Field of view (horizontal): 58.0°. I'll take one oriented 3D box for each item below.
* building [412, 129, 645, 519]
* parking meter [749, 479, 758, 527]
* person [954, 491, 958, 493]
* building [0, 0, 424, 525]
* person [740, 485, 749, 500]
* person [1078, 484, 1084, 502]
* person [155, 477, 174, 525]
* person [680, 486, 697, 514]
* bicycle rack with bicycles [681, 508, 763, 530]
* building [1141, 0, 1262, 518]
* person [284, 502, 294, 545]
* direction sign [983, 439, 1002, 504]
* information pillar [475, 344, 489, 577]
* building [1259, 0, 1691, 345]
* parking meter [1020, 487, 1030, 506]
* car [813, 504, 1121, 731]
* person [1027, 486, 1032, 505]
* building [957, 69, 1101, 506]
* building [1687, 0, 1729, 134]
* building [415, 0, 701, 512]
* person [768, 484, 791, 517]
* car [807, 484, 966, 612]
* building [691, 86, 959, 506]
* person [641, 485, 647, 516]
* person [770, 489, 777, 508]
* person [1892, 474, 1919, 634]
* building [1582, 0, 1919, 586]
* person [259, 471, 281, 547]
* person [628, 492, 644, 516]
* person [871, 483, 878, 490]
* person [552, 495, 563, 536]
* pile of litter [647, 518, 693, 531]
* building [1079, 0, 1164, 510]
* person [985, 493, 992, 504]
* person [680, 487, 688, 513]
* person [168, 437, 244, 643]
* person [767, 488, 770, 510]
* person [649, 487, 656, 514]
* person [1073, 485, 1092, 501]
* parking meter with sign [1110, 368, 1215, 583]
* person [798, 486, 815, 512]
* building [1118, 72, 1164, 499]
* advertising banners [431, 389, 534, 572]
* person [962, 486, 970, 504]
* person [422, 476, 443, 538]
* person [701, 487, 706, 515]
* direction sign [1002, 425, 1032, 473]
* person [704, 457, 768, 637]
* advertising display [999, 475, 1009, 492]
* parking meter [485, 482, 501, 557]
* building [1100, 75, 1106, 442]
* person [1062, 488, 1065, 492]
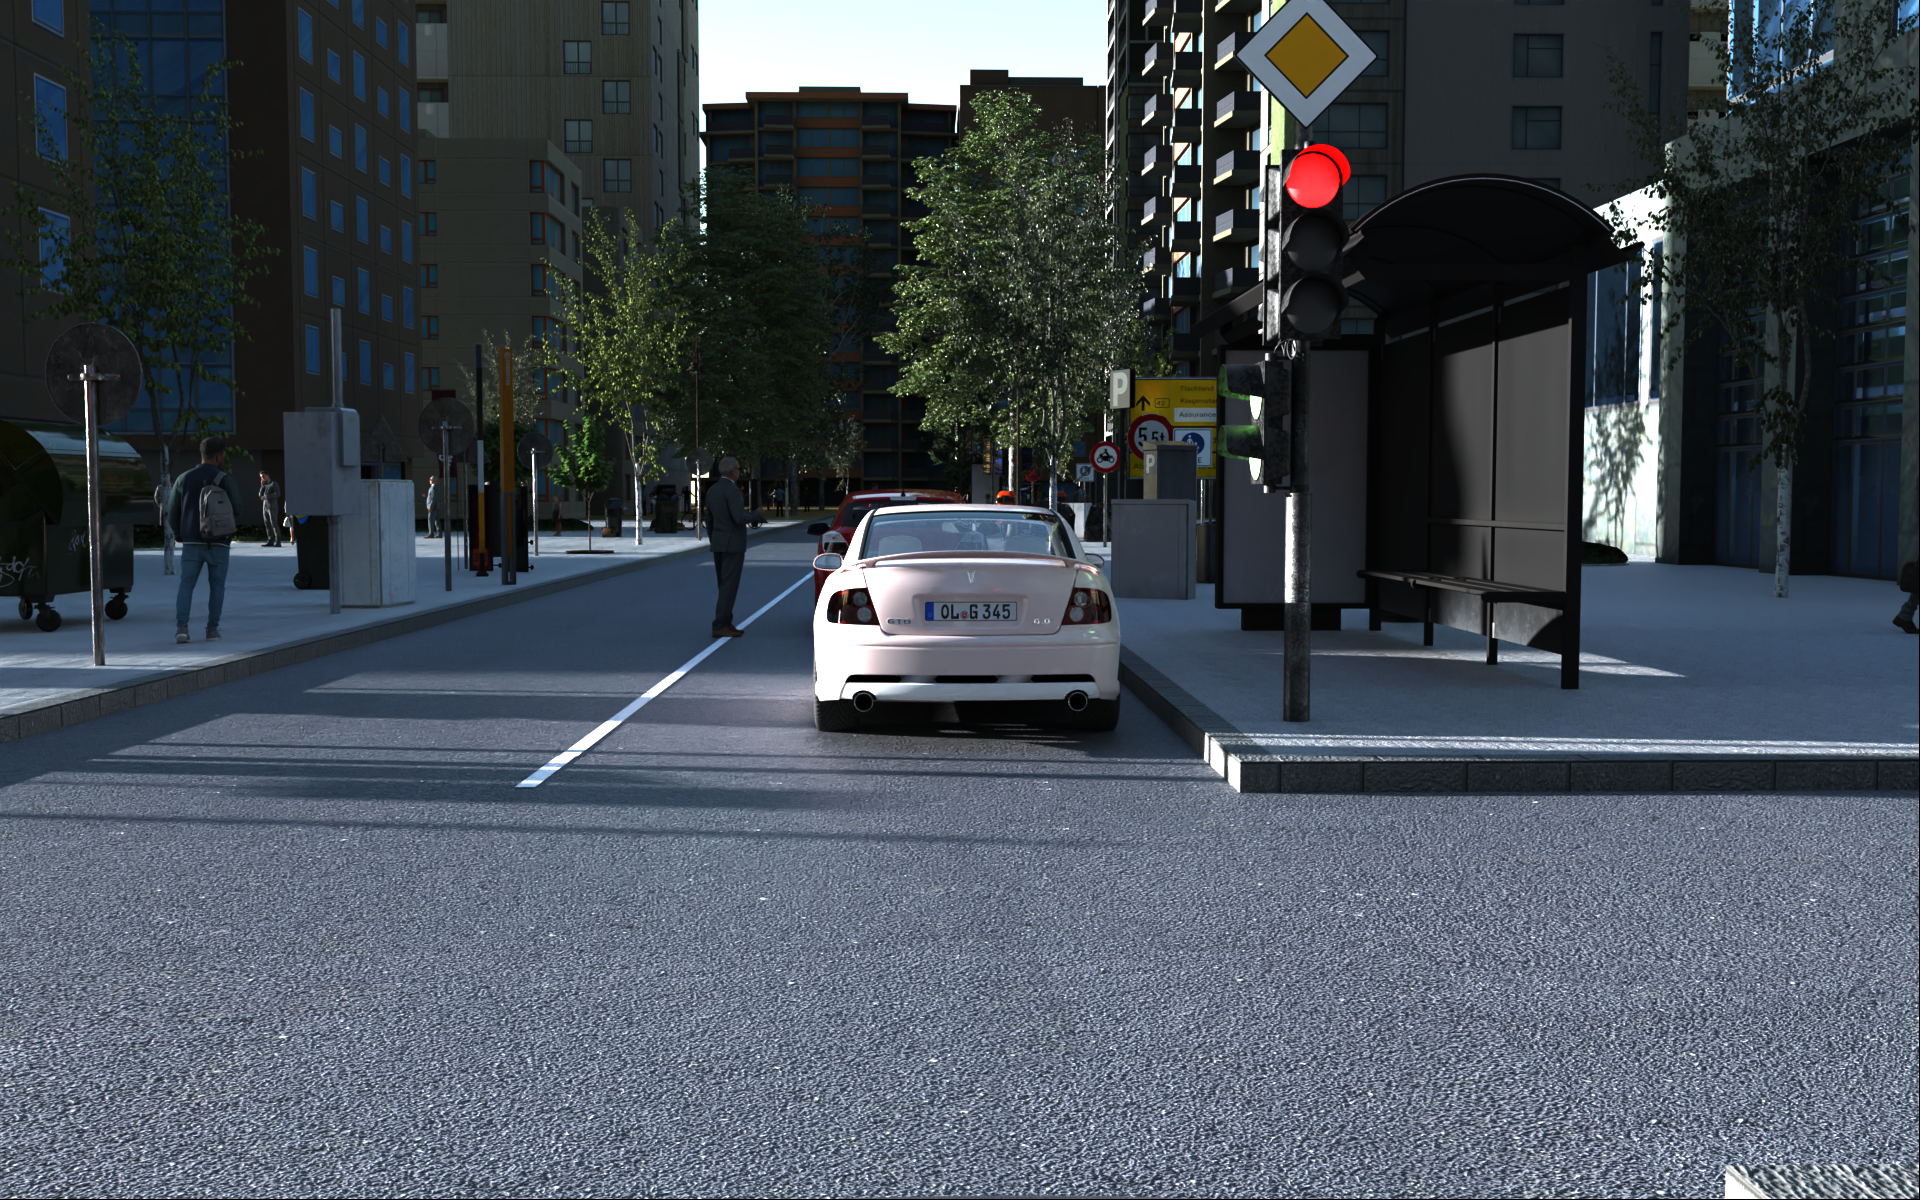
[{"bbox_3d":[-34.192,-15.508,98.594,27.650,21.520,28.899,0,4,-1],"label":"building"},{"bbox_3d":[-8.026,-3.770,67.354,0.255,1.863,0.399,-1,4,-21],"label":"parking meter"},{"bbox_3d":[-0.462,-8.510,145.624,0.683,1.767,0.568,-2,4,-34],"label":"person"},{"bbox_3d":[-28.053,-25.097,60.441,14.600,45.320,14.200,0,4,-1],"label":"building"},{"bbox_3d":[-11.725,-5.358,94.172,0.750,1.759,0.617,1,4,10],"label":"person"},{"bbox_3d":[6.300,-5.104,89.473,0.705,1.826,1.348,0,4,2],"label":"person"},{"bbox_3d":[-24.056,-2.830,52.502,0.592,1.802,0.473,0,4,5],"label":"person"},{"bbox_3d":[-17.667,-6.481,112.018,1.348,1.822,0.705,-1,4,-19],"label":"person"},{"bbox_3d":[-8.668,-3.050,63.249,2.925,0.926,2.852,0,4,-7],"label":"bicycle rack with bicycles"},{"bbox_3d":[22.320,-27.268,100.464,22.147,44.769,28.867,0,4,-1],"label":"building"},{"bbox_3d":[-16.648,-2.272,43.549,0.694,1.780,0.624,-1,4,-22],"label":"person"},{"bbox_3d":[1.337,-4.817,70.748,0.876,3.537,0.379,2,4,28],"label":"direction sign"},{"bbox_3d":[-7.445,-2.173,26.887,0.183,3.616,0.504,-1,4,-16],"label":"information pillar"},{"bbox_3d":[18.892,-23.502,67.857,14.154,41.232,14.086,0,4,-1],"label":"building"},{"bbox_3d":[2.326,-3.306,62.466,0.372,1.533,0.369,0,3,0],"label":"parking meter"},{"bbox_3d":[0.009,0.031,11.854,2.083,1.381,4.827,0,4,-1],"label":"car"},{"bbox_3d":[3.801,-5.582,97.827,0.721,1.766,1.217,2,4,34],"label":"person"},{"bbox_3d":[6.921,-32.804,186.461,14.200,45.320,14.600,0,4,-1],"label":"building"},{"bbox_3d":[61.099,-33.453,136.197,27.495,52.752,28.713,0,4,-1],"label":"building"},{"bbox_3d":[-34.746,-33.309,133.837,27.495,52.752,28.713,0,4,-1],"label":"building"},{"bbox_3d":[-10.222,-5.634,98.142,1.348,1.826,0.705,0,4,-8],"label":"person"},{"bbox_3d":[-0.614,-0.602,18.883,2.155,1.783,4.494,0,4,-2],"label":"car"},{"bbox_3d":[-14.682,-32.692,189.134,28.867,44.769,22.147,0,4,-1],"label":"building"},{"bbox_3d":[-18.838,-5.941,103.157,0.705,1.826,1.348,0,4,-7],"label":"person"},{"bbox_3d":[-17.126,-9.378,160.155,1.217,1.735,0.721,0,4,2],"label":"person"},{"bbox_3d":[8.973,-0.589,15.782,0.694,1.812,0.767,-3,4,-36],"label":"person"},{"bbox_3d":[28.509,-43.764,28.209,31.000,86.520,22.319,0,4,-1],"label":"building"},{"bbox_3d":[-16.753,-2.210,41.980,0.655,1.846,0.447,2,4,35],"label":"person"},{"bbox_3d":[-18.960,-5.635,101.391,0.991,1.433,0.599,-2,4,-28],"label":"person"},{"bbox_3d":[-2.740,-2.921,56.441,0.466,1.800,0.511,-1,4,-14],"label":"person"},{"bbox_3d":[-12.301,-2.577,52.853,0.373,1.253,0.362,-3,5,-45],"label":"person"},{"bbox_3d":[-10.146,-2.854,60.629,1.719,0.858,1.176,-1,4,-18],"label":"pile of litter"},{"bbox_3d":[20.793,-42.838,138.660,20.563,71.187,20.611,0,4,-1],"label":"building"},{"bbox_3d":[0.999,-3.110,61.170,0.640,1.303,0.475,-2,4,-27],"label":"person"},{"bbox_3d":[-18.804,-6.803,117.941,0.621,1.740,0.551,1,4,13],"label":"person"},{"bbox_3d":[-6.554,-0.530,15.062,0.623,1.781,0.721,-1,4,-20],"label":"person"},{"bbox_3d":[-15.092,-7.978,137.188,0.721,1.736,1.217,-1,4,-17],"label":"person"},{"bbox_3d":[-19.965,-6.495,112.678,0.568,1.767,0.683,2,4,35],"label":"person"},{"bbox_3d":[6.568,-5.351,93.540,1.348,1.823,0.705,3,5,44],"label":"person"},{"bbox_3d":[3.018,-1.738,24.685,1.738,3.016,0.543,-2,4,-26],"label":"parking meter with sign"},{"bbox_3d":[-10.908,-7.167,123.243,1.348,1.821,0.705,1,4,16],"label":"person"},{"bbox_3d":[17.976,-21.445,122.334,14.160,30.474,14.107,0,4,-1],"label":"building"},{"bbox_3d":[-7.955,-1.993,28.773,2.074,3.025,0.090,2,4,26],"label":"advertising banners"},{"bbox_3d":[0.591,-5.551,97.329,1.217,1.766,0.721,0,4,-7],"label":"person"},{"bbox_3d":[-15.314,-2.688,50.173,0.590,1.801,0.661,0,4,-7],"label":"person"},{"bbox_3d":[-15.768,-6.114,106.535,0.721,1.766,1.217,1,4,15],"label":"person"},{"bbox_3d":[1.933,-3.954,56.650,0.876,3.537,0.379,1,4,20],"label":"direction sign"},{"bbox_3d":[-2.264,-0.536,17.444,0.590,1.801,0.661,-3,4,-39],"label":"person"},{"bbox_3d":[1.648,-3.299,59.159,0.123,1.923,0.974,2,4,34],"label":"advertising display"},{"bbox_3d":[-9.485,-1.644,35.296,0.372,1.533,0.369,0,3,0],"label":"parking meter"},{"bbox_3d":[21.230,-32.818,186.686,14.200,45.320,14.600,0,4,-1],"label":"building"},{"bbox_3d":[8.239,-7.928,136.402,0.721,1.736,1.217,1,4,10],"label":"person"}]
